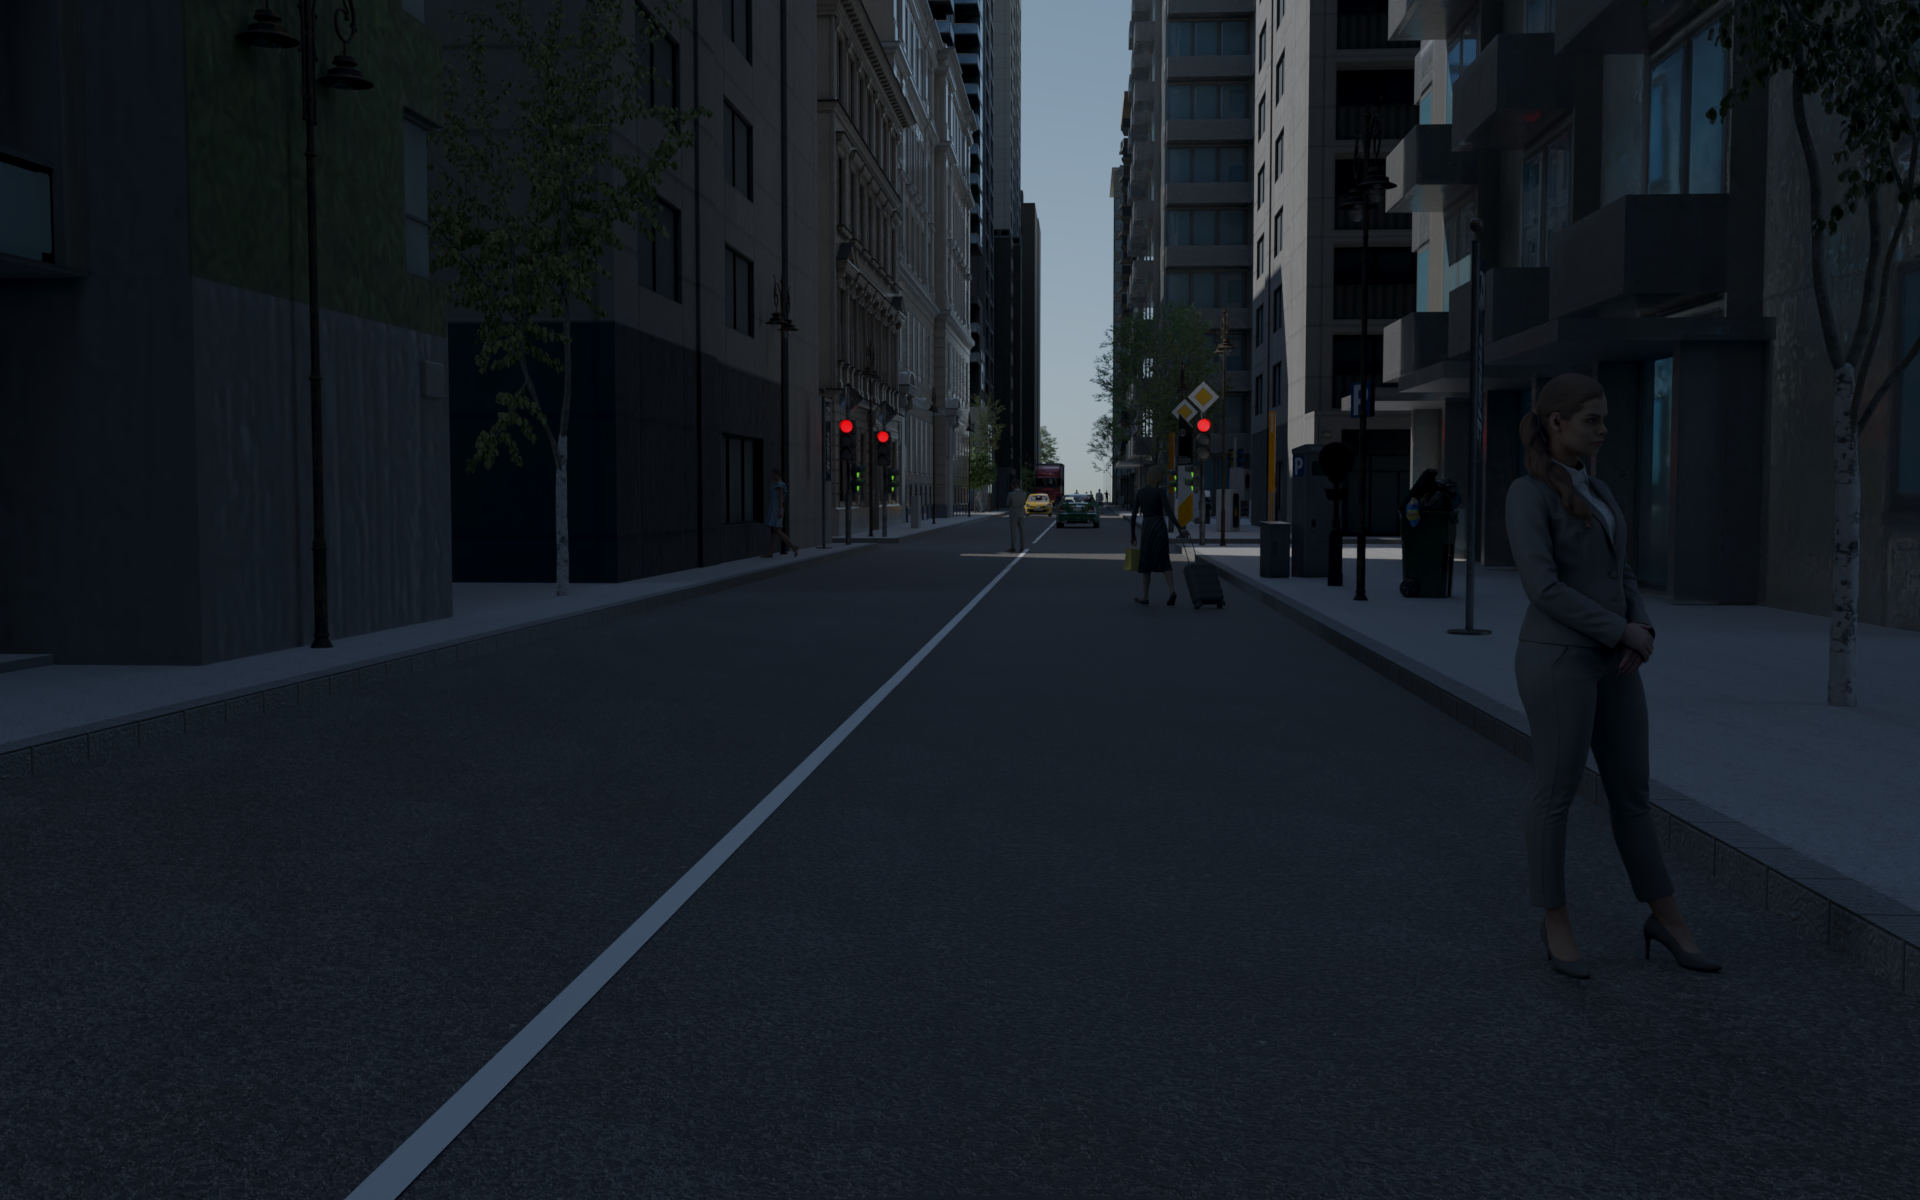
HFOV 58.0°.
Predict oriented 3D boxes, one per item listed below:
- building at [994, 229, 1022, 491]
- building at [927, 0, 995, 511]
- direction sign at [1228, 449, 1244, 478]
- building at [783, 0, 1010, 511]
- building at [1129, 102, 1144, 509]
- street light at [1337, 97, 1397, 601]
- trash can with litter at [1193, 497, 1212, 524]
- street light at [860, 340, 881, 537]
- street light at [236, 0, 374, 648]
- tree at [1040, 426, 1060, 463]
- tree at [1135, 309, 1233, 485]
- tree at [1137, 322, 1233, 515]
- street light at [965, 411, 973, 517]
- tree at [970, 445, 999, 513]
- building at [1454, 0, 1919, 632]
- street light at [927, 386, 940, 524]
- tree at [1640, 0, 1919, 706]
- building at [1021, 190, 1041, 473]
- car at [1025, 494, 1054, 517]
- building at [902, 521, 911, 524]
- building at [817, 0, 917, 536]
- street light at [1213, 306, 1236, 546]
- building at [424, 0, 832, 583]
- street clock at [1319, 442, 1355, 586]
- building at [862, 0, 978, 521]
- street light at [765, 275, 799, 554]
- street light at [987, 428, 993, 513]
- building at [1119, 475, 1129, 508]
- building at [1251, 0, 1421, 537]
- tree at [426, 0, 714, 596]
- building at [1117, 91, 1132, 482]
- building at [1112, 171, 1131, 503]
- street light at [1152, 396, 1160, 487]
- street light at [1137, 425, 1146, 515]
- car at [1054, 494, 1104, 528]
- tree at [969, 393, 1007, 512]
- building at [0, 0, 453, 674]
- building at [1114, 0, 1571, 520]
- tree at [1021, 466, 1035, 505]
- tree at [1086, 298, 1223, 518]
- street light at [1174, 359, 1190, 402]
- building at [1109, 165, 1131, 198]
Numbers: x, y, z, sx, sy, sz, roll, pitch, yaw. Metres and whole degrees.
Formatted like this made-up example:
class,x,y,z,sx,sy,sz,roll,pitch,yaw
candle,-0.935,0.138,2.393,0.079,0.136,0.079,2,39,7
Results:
class,x,y,z,sx,sy,sz,roll,pitch,yaw
building,-0.557,-25.431,187.492,14.160,30.474,14.107,0,4,4
building,-7.990,-50.693,141.507,22.319,86.520,31.000,0,4,4
direction sign,13.775,-5.778,86.465,0.876,3.537,0.379,3,4,39
building,-4.929,-44.657,168.398,20.563,71.187,20.611,0,4,4
building,24.428,-31.343,136.162,21.300,48.544,21.600,0,4,4
street light,4.837,-2.932,20.733,0.468,5.910,1.993,0,4,4
trash can with litter,10.318,-3.832,74.046,0.624,1.170,1.055,-2,4,-25
street light,-2.682,-4.845,52.007,0.468,5.910,1.993,0,4,4
street light,-5.339,-2.539,14.308,0.468,5.910,1.993,0,4,4
tree,13.258,-22.499,285.977,7.486,12.596,7.792,0,3,0
tree,8.978,-7.304,69.788,4.737,8.622,4.395,0,3,0
tree,9.499,-7.646,75.370,4.360,8.622,3.978,0,3,0
street light,0.525,-7.588,96.846,0.468,5.910,1.993,0,4,4
tree,0.977,-8.065,115.575,4.285,4.588,4.351,0,3,0
building,19.266,-24.849,25.893,23.786,49.044,30.456,0,4,4
street light,-1.121,-6.205,74.239,0.468,5.910,1.993,0,4,4
tree,5.355,-3.650,10.034,4.360,8.622,3.978,0,3,0
building,4.461,-37.238,258.948,14.600,45.320,14.200,0,4,4
car,5.022,-6.134,110.519,2.015,1.641,3.980,0,4,4
building,-8.181,-18.052,81.049,13.634,28.700,20.117,0,4,4
building,-7.708,-12.021,61.179,10.561,19.102,19.286,0,4,4
street light,6.514,-4.279,42.756,0.468,5.910,1.993,0,4,4
building,-14.340,-36.414,33.613,20.611,71.187,20.563,0,4,4
street clock,5.243,-1.197,24.144,0.471,2.002,0.358,1,4,21
building,-6.205,-19.274,101.039,13.634,28.700,20.117,0,4,4
street light,-3.752,-3.908,36.684,0.468,5.910,1.993,0,4,4
street light,2.044,-8.935,118.879,0.468,5.910,1.993,0,4,4
building,31.016,-28.583,159.208,32.217,40.220,23.993,0,4,4
building,21.435,-37.935,58.486,20.611,71.187,20.563,0,4,4
tree,-5.263,-4.362,21.676,4.737,8.622,4.395,0,3,0
building,28.221,-32.506,186.094,22.147,44.769,28.867,0,4,4
building,26.529,-32.876,221.117,14.154,41.232,14.086,0,4,4
street light,9.280,-6.655,81.604,0.468,5.910,1.993,0,4,4
street light,10.828,-8.003,103.635,0.468,5.910,1.993,0,4,4
car,5.085,-3.822,74.295,2.131,1.459,4.920,0,4,5
tree,1.314,-10.591,123.530,4.737,8.622,4.395,0,3,0
building,-12.774,-19.993,10.477,14.154,41.232,14.086,0,4,4
building,21.954,-29.960,109.457,23.786,49.044,30.456,0,4,4
tree,7.553,-13.339,201.808,4.285,4.588,4.351,0,3,0
tree,10.449,-10.140,91.552,9.928,11.665,9.643,0,3,0
street light,7.630,-5.308,59.579,0.468,5.910,1.993,0,4,4
building,37.750,-41.625,269.809,28.713,52.752,27.495,0,4,4
